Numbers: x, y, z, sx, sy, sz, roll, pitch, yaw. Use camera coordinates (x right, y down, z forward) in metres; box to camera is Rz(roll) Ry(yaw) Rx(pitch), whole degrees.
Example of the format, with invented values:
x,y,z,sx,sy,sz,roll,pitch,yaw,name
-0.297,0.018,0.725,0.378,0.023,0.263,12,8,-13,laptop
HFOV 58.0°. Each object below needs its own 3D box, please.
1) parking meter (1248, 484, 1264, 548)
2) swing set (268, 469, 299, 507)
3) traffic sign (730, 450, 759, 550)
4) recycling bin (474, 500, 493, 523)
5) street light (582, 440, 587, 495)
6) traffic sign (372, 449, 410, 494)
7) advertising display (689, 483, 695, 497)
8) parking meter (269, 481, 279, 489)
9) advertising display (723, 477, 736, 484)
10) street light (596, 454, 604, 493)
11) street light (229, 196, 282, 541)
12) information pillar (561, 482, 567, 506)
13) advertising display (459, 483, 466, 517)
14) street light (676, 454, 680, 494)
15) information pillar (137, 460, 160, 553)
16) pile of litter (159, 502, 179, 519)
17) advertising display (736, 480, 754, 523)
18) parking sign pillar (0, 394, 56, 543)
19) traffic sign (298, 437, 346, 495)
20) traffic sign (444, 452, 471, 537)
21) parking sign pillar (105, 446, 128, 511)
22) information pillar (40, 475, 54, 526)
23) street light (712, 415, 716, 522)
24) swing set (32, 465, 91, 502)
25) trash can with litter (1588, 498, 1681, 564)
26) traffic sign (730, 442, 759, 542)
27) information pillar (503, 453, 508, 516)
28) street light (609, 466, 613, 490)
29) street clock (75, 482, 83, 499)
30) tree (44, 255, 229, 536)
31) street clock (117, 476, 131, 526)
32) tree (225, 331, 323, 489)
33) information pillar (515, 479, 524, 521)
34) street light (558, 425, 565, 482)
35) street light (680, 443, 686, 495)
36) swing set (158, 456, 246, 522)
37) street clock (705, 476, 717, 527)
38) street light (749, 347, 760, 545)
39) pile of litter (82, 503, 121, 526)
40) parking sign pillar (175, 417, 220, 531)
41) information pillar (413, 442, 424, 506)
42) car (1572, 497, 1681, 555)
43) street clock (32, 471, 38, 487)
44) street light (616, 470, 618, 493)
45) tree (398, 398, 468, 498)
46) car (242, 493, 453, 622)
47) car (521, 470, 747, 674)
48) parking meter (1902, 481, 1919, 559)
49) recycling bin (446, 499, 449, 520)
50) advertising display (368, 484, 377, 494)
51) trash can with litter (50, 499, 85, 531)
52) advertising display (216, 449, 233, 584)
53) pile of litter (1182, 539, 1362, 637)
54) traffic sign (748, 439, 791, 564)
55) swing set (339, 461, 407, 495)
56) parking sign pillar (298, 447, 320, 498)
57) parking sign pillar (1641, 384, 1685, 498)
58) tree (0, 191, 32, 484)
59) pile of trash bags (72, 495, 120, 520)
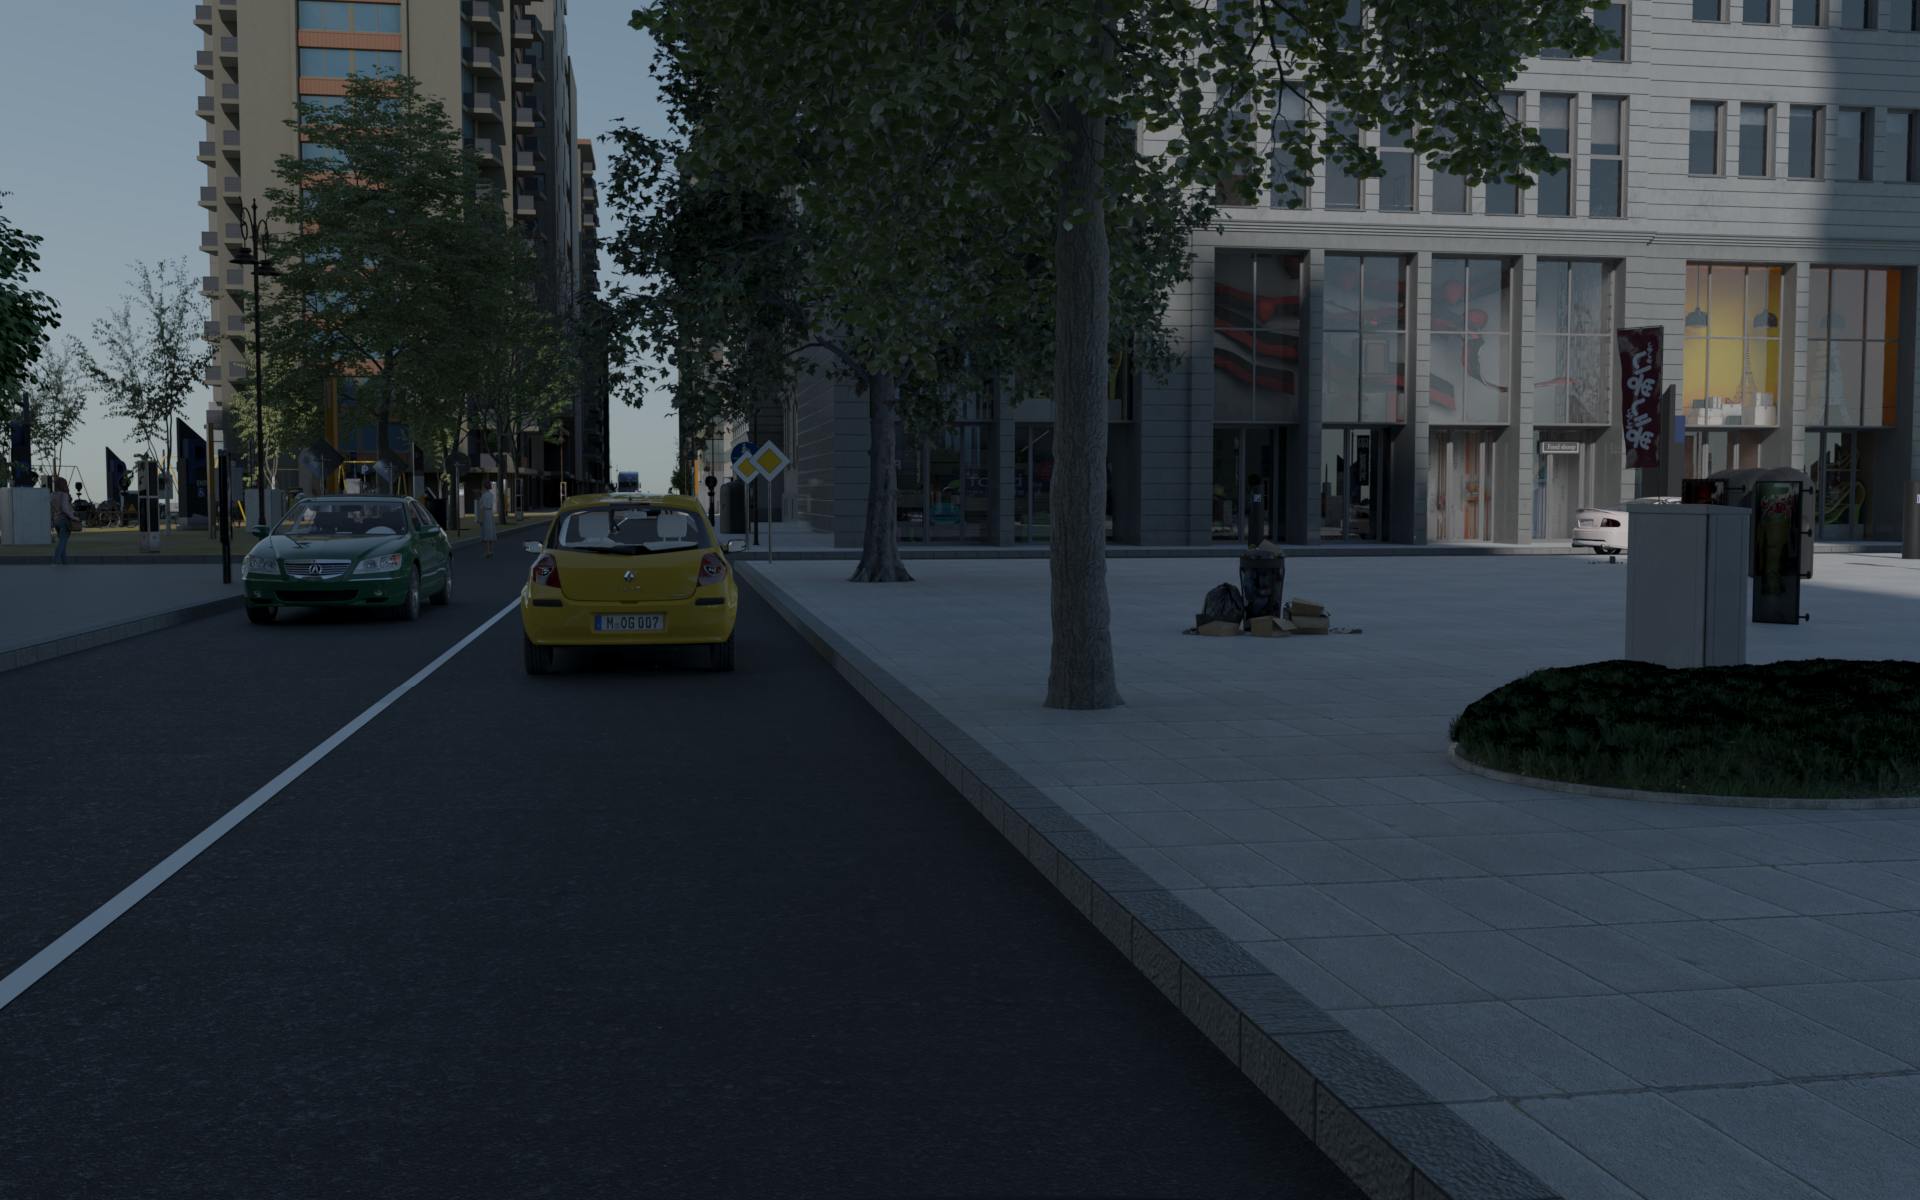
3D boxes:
x,y,z,sx,sy,sz,roll,pitch,yaw,name
7.071,-2.014,41.348,0.372,1.533,0.369,0,3,0,parking meter
-41.425,-6.761,108.167,3.119,2.851,2.862,0,4,6,swing set
-4.870,-2.207,39.724,0.795,2.450,0.064,-1,4,-10,traffic sign
-21.308,-3.970,77.465,0.722,1.027,0.722,-1,4,-21,recycling bin
-32.339,-10.798,149.337,0.468,5.910,1.993,-1,4,-10,street light
-12.602,-2.126,38.404,0.795,2.450,0.064,-1,4,-10,traffic sign
-15.248,-5.712,98.605,0.123,1.923,0.974,0,4,2,advertising display
-31.510,-4.519,79.590,0.255,1.863,0.399,3,5,43,parking meter
-8.637,-3.633,64.609,0.123,1.923,0.974,-2,4,-24,advertising display
-38.666,-12.992,185.206,0.468,5.910,1.993,-1,4,-10,street light
-11.022,-3.330,27.228,0.468,5.910,1.993,-1,4,-10,street light
-24.688,-6.328,107.951,0.304,2.012,0.304,0,4,-1,information pillar
-27.993,-5.595,96.691,0.974,1.923,0.123,2,4,29,advertising display
-30.364,-13.196,188.535,0.468,5.910,1.993,-1,4,-10,street light
-17.708,-2.038,37.807,0.304,2.012,0.304,2,4,23,information pillar
-40.379,-4.538,88.161,1.176,0.858,1.719,-3,5,-40,pile of litter
-9.703,-4.435,77.732,0.974,1.923,0.123,-3,4,-38,advertising display
-24.634,-3.489,45.511,1.447,3.967,1.447,-2,4,-29,parking sign pillar
-11.234,-1.645,30.537,0.795,2.450,0.064,-1,4,-10,traffic sign
-15.044,-3.168,51.906,0.768,2.556,0.104,-1,4,-9,traffic sign
-47.939,-6.732,98.532,1.447,3.967,1.447,1,4,12,parking sign pillar
-35.197,-3.811,66.801,0.304,2.012,0.304,1,4,18,information pillar
-11.189,-6.462,78.442,0.468,5.910,1.993,-1,4,-10,street light
-49.536,-5.930,94.574,2.862,2.851,3.119,1,4,22,swing set
12.689,-1.274,31.896,2.233,1.210,1.678,0,4,7,trash can with litter
-5.183,-2.568,42.092,0.768,2.556,0.104,0,4,-2,traffic sign
-26.089,-6.612,99.465,0.183,3.616,0.504,0,4,1,information pillar
-46.570,-15.807,231.237,0.468,5.910,1.993,-1,4,-10,street light
-52.267,-6.006,102.770,0.358,2.002,0.471,0,4,0,street clock
-24.457,-6.262,52.750,4.360,8.622,3.978,0,3,0,tree
-33.740,-4.000,69.974,0.471,2.002,0.358,-3,5,-39,street clock
-29.965,-7.657,75.552,4.737,8.622,4.395,0,3,0,tree
-20.884,-4.746,82.082,0.304,2.012,0.304,0,4,2,information pillar
-26.281,-8.656,114.320,0.468,5.910,1.993,-1,4,-10,street light
-24.321,-11.054,153.516,0.468,5.910,1.993,-1,4,-10,street light
-31.395,-4.474,70.769,3.119,2.851,2.862,1,4,19,swing set
-9.808,-3.898,68.304,0.471,2.002,0.358,2,4,33,street clock
-5.121,-4.314,43.318,0.468,5.910,1.993,-1,4,-10,street light
-34.749,-3.404,69.612,1.176,0.858,1.719,0,4,-3,pile of litter
-27.026,-4.454,61.302,1.447,3.967,1.447,1,4,23,parking sign pillar
-24.597,-5.340,78.660,0.504,3.616,0.183,-3,5,-43,information pillar
16.182,-1.619,38.829,4.827,1.381,2.083,-1,4,-10,car
-28.467,-2.962,52.999,0.358,2.002,0.471,3,5,45,street clock
-52.864,-18.000,267.093,0.468,5.910,1.993,-1,4,-10,street light
-31.744,-9.469,105.183,4.737,8.622,4.395,0,3,0,tree
-7.320,-0.565,21.035,2.131,1.459,4.920,-1,4,-9,car
-2.876,-0.312,15.319,2.015,1.641,3.980,-1,4,-9,car
18.775,-1.571,34.095,0.372,1.533,0.369,0,3,0,parking meter
-25.829,-4.482,85.837,0.722,1.027,0.722,3,4,37,recycling bin
-36.319,-6.260,107.559,0.974,1.923,0.123,0,4,0,advertising display
-31.847,-3.078,61.387,1.678,1.210,2.233,1,4,20,trash can with litter
-10.632,-1.216,25.090,0.123,1.923,0.974,-1,4,-20,advertising display
2.908,-0.123,15.976,1.719,0.858,1.176,0,4,5,pile of litter
-3.502,-1.726,31.857,0.795,2.450,0.064,-1,4,-10,traffic sign
-28.216,-5.208,82.764,3.119,2.851,2.862,0,4,-5,swing set
-31.639,-5.854,84.191,1.447,3.967,1.447,3,5,42,parking sign pillar
17.530,-3.347,43.203,1.447,3.967,1.447,0,4,-7,parking sign pillar
-22.571,-5.406,38.755,4.737,8.622,4.395,0,3,0,tree
-43.522,-4.666,86.034,3.447,1.369,1.912,0,4,7,pile of trash bags
